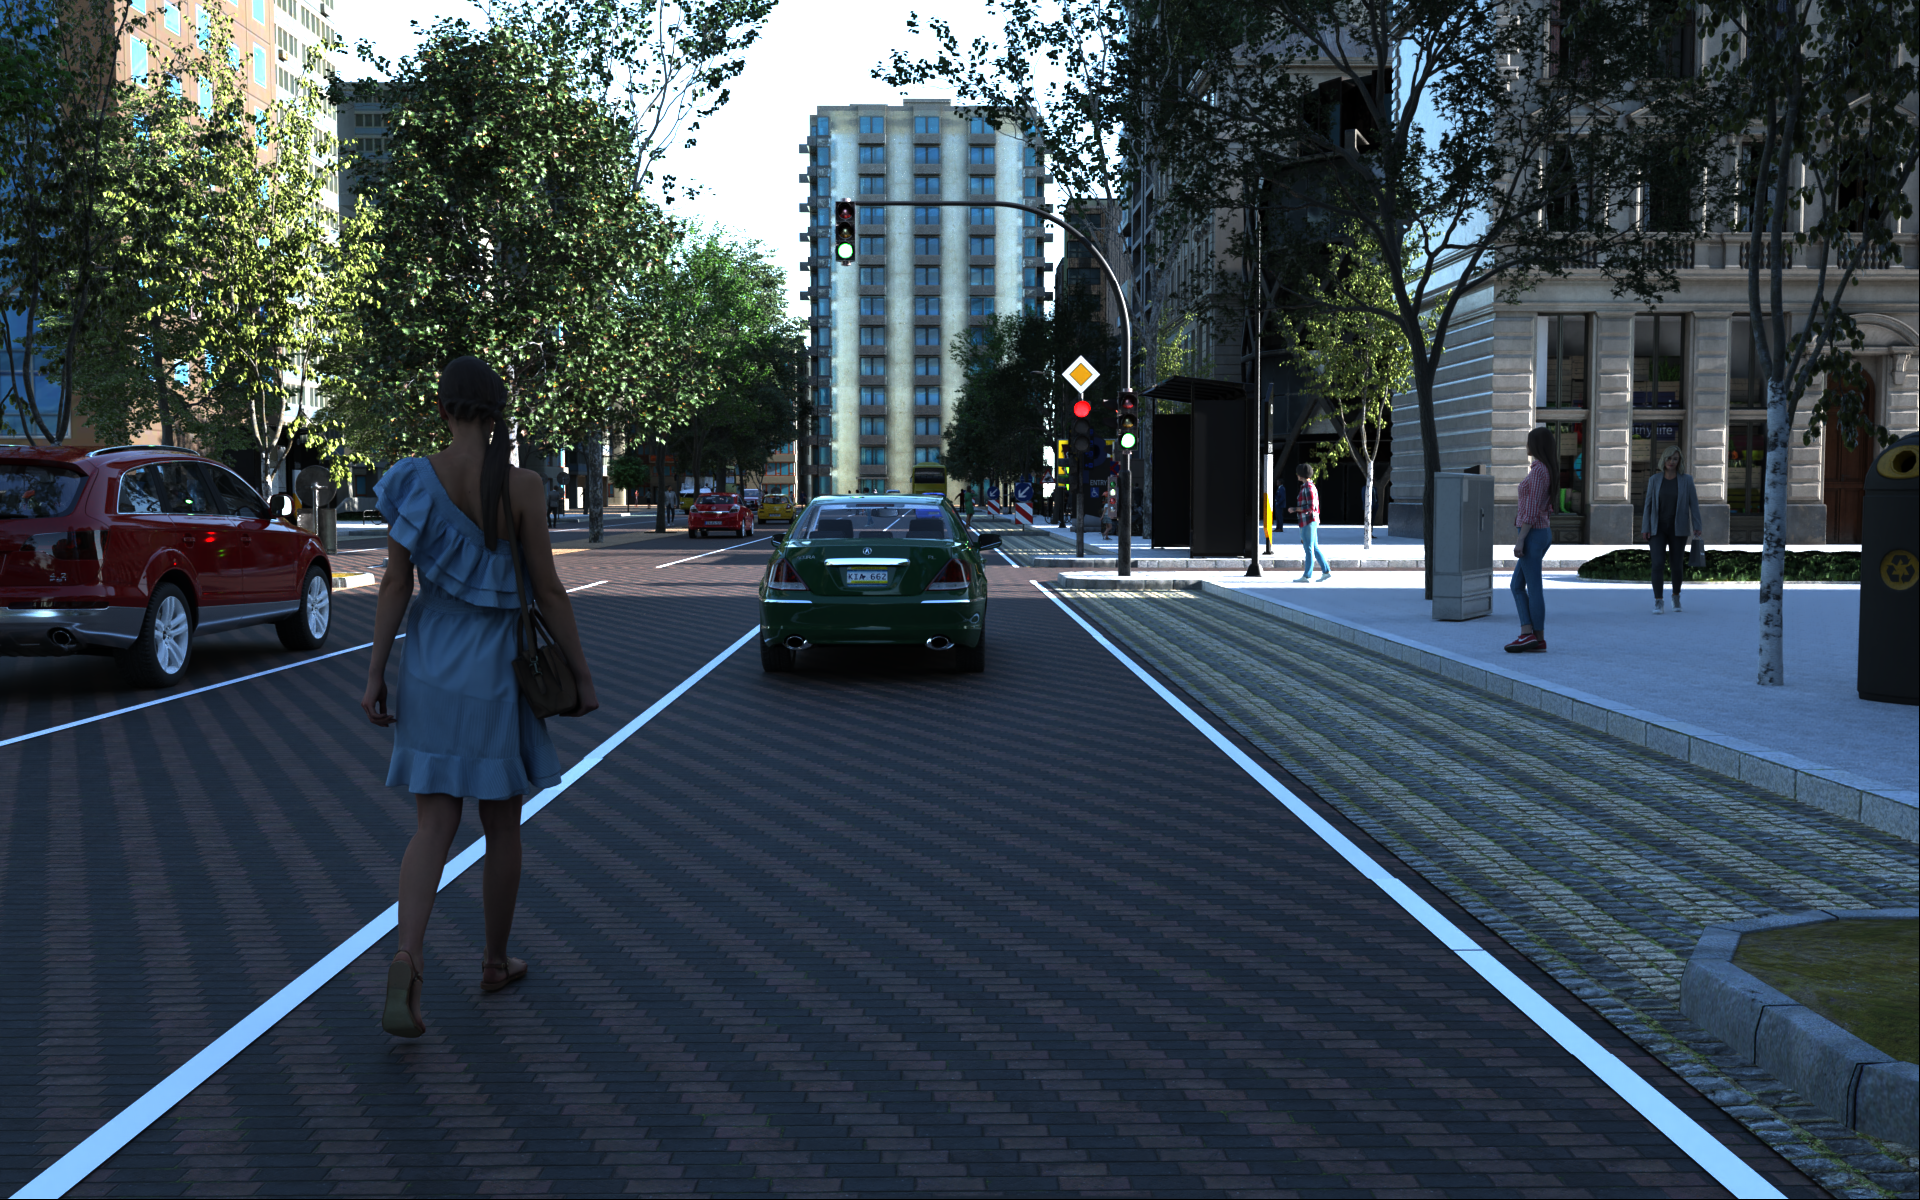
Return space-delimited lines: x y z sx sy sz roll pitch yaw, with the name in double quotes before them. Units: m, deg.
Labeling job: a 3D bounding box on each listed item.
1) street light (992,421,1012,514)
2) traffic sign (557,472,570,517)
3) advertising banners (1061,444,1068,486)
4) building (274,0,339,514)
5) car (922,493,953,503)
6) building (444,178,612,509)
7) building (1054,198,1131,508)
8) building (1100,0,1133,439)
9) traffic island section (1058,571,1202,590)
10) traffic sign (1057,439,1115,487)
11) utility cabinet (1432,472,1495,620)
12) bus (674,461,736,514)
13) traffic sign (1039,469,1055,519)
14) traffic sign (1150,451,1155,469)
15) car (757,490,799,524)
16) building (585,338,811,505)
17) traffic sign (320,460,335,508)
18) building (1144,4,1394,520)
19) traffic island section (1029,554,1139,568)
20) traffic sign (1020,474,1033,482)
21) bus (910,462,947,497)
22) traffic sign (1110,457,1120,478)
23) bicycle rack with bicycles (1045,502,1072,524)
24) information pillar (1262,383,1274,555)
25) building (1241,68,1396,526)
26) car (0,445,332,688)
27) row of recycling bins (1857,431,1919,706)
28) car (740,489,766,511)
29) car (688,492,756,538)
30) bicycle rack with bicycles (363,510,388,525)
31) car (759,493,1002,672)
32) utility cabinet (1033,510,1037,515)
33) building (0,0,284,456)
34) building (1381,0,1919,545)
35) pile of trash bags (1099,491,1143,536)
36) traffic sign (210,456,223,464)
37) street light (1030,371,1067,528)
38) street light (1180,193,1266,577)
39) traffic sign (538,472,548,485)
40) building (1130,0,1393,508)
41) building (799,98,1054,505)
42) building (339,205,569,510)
"street light" 2.636 -8.393 109.769 1.470 5.913 1.316 0 4 -1
"traffic sign" -22.645 -6.042 98.894 0.768 2.556 0.104 0 4 -1
"advertising banners" 4.519 -3.960 60.937 2.074 3.025 0.090 -1 4 -19
"building" -46.932 -24.402 90.850 32.217 40.220 23.993 0 4 -1
"car" -1.312 -4.560 84.146 1.945 1.707 3.694 0 4 -2
"building" -45.359 -28.720 161.450 23.993 40.220 32.217 0 4 -1
"building" 17.094 -24.435 171.212 14.160 30.474 14.107 0 4 -1
"building" 22.104 -51.034 147.070 22.319 86.520 31.000 0 4 -1
"traffic island section" 2.593 -0.301 27.203 2.009 0.180 2.903 0 4 -1
"traffic sign" 4.720 -4.282 63.886 2.265 3.308 0.079 0 4 3
"utility cabinet" 5.210 -0.561 17.857 0.318 1.500 1.173 2 4 32
"bus" -18.247 -8.195 125.527 2.896 3.916 12.252 0 3 0
"traffic sign" 4.496 -5.416 88.549 0.884 2.594 0.081 0 4 1
"traffic sign" 5.029 -2.591 42.471 0.768 2.556 0.104 0 4 2
"car" -8.821 -4.490 83.639 2.015 1.641 3.980 0 4 -3
"building" -33.790 -22.607 214.671 28.899 21.520 27.650 0 4 -1
"traffic sign" -23.376 -3.910 64.039 0.768 2.556 0.104 1 4 9
"building" 17.952 -18.362 97.476 12.463 27.353 25.104 0 4 -1
"traffic island section" 2.459 -0.789 35.187 2.009 0.180 2.903 0 4 -1
"traffic sign" 3.978 -6.345 103.854 0.768 2.556 0.104 0 4 4
"bus" -2.385 -8.628 132.609 2.896 3.916 12.252 0 4 -2
"traffic sign" 5.271 -3.685 60.351 0.768 2.556 0.104 0 4 0
"bicycle rack with bicycles" 4.964 -3.785 75.273 2.925 0.926 2.852 -2 4 -28
"information pillar" 6.502 -2.761 36.505 0.183 3.616 0.504 1 4 22
"building" 20.811 -12.808 76.863 16.820 18.784 16.811 0 4 -1
"car" -6.883 -0.345 14.312 2.281 1.827 5.304 0 4 -1
"row of recycling bins" 6.122 -0.141 9.413 1.069 1.692 3.534 0 4 0
"car" -14.957 -7.079 124.406 2.281 1.827 5.304 0 4 -2
"car" -7.924 -2.974 57.670 2.155 1.783 4.494 0 4 -1
"bicycle rack with bicycles" -23.350 -3.598 72.208 2.852 0.926 2.925 3 4 37
"car" -0.682 -0.220 15.392 2.131 1.459 4.920 0 4 0
"utility cabinet" 4.496 -6.015 107.021 0.318 1.500 1.173 -1 4 -11
"building" -34.951 -25.305 63.845 14.600 45.320 14.200 0 4 -1
"building" 22.428 -13.386 47.748 19.941 23.489 11.050 0 4 -1
"pile of trash bags" 5.228 -2.725 54.309 1.912 1.369 3.447 -1 4 -19
"traffic sign" -23.762 -3.359 55.031 0.768 2.556 0.104 1 4 8
"street light" 3.349 -5.690 65.568 1.470 5.913 1.316 0 4 -1
"street light" 4.055 -3.318 26.798 1.470 5.913 1.316 0 4 -1
"traffic sign" -24.546 -6.212 101.674 0.768 2.556 0.104 0 4 8
"building" 21.309 -41.805 121.764 20.563 71.187 20.611 0 4 -1
"building" -4.087 -36.266 212.549 30.456 49.044 23.786 0 4 -1
"building" -45.056 -17.064 124.028 27.650 21.520 28.899 0 4 -1
